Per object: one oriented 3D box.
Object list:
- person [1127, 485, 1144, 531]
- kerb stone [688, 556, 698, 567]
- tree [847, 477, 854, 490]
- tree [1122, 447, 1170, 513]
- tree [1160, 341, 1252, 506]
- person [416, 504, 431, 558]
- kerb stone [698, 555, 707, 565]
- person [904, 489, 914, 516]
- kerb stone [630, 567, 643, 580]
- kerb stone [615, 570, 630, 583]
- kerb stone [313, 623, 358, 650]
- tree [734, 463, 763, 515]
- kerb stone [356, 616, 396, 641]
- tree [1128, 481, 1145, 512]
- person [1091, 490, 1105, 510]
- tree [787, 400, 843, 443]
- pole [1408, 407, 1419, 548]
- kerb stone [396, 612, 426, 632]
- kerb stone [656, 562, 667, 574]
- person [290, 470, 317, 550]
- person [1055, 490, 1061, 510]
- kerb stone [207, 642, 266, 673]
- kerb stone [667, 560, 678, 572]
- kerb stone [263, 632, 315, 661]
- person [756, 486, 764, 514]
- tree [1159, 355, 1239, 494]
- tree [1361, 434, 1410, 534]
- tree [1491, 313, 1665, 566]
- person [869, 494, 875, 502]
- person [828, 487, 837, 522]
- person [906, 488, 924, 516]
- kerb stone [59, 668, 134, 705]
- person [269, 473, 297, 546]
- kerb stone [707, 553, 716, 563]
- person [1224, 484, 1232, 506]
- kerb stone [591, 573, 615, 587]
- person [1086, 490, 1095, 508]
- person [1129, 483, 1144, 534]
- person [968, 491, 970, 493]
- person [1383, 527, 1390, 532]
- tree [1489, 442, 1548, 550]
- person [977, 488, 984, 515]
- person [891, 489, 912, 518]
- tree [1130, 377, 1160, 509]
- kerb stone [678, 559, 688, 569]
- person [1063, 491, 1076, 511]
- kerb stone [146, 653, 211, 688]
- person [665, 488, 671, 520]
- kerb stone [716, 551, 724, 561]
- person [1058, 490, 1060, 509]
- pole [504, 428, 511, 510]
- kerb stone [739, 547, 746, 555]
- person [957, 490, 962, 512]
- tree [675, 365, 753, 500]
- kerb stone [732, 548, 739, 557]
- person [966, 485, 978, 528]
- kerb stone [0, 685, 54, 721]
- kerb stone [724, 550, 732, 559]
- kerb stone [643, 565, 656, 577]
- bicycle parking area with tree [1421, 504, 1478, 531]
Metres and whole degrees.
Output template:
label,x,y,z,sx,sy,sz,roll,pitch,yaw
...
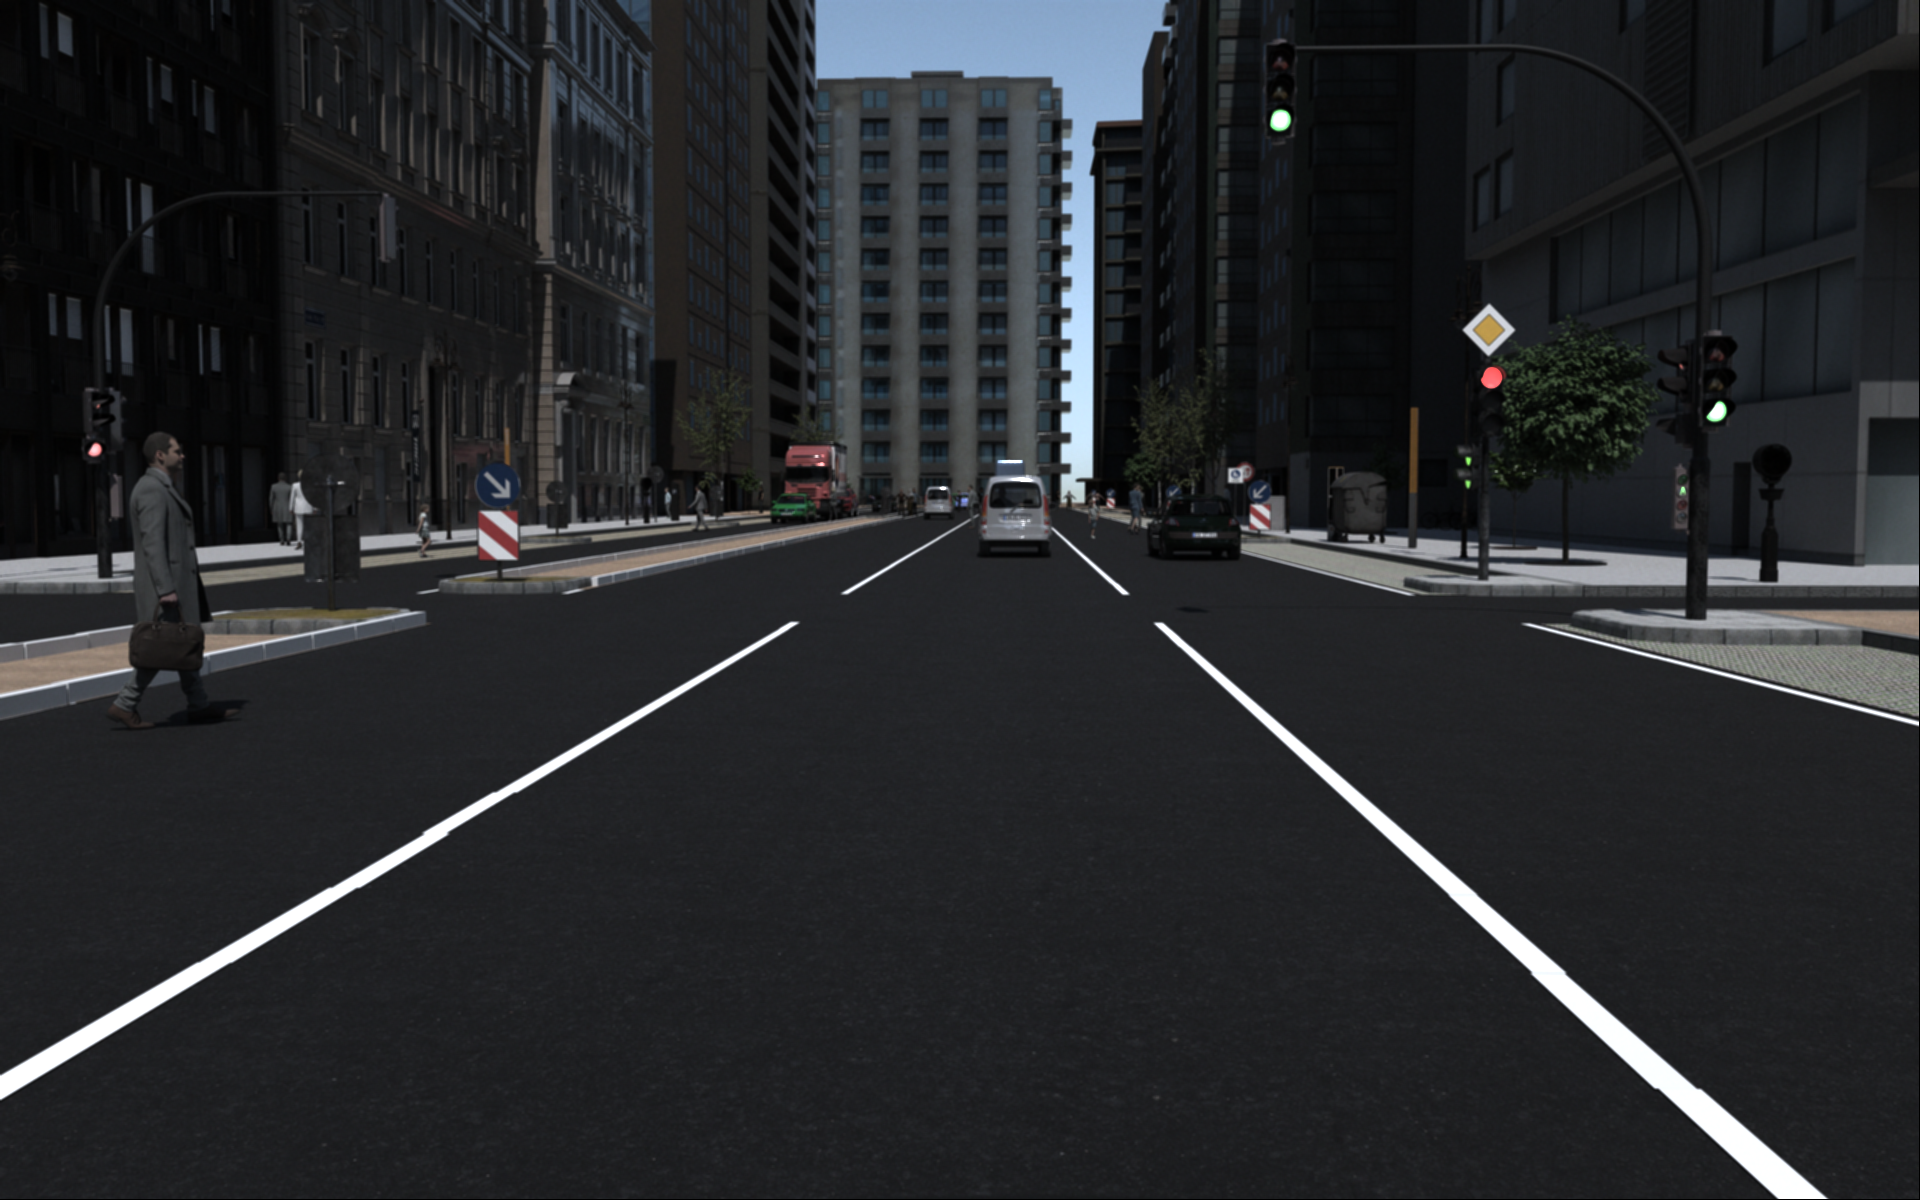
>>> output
label,x,y,z,sx,sy,sz,roll,pitch,yaw
person,6.717,-3.518,66.286,0.573,1.790,0.520,3,5,41
kerb stone,-5.402,-0.737,34.362,0.120,0.150,1.000,0,4,2
tree,-11.363,-10.662,168.928,1.663,3.219,1.824,0,3,0
tree,12.633,-8.258,118.727,4.285,4.588,4.351,0,3,0
tree,12.277,-8.161,83.798,4.737,8.622,4.395,0,3,0
person,-12.093,-1.551,38.876,0.382,1.210,0.505,-2,4,-34
kerb stone,-5.368,-0.803,35.389,0.120,0.150,1.000,0,4,2
person,-3.274,-6.226,111.025,0.721,1.736,1.217,-2,4,-33
kerb stone,-5.555,-0.428,29.242,0.120,0.150,1.000,0,4,2
kerb stone,-5.589,-0.368,28.220,0.120,0.150,1.000,0,4,2
kerb stone,-5.957,0.358,16.339,0.120,0.150,1.000,0,4,2
tree,-13.090,-6.964,108.457,1.663,3.219,1.824,0,3,0
kerb stone,-5.924,0.295,17.366,0.120,0.150,1.000,0,4,2
tree,13.102,-8.086,126.800,1.663,3.219,1.824,0,3,0
person,10.683,-7.661,134.463,1.217,1.736,0.721,2,4,25
tree,-11.424,-11.410,136.919,4.737,8.622,4.395,0,3,0
pole,10.709,-2.877,40.889,0.158,3.312,0.155,0,3,0
kerb stone,-5.897,0.233,18.388,0.120,0.150,1.000,0,4,2
kerb stone,-5.492,-0.556,31.288,0.120,0.150,1.000,0,4,2
person,-15.041,-2.071,39.775,0.818,1.842,0.514,3,4,38
person,8.941,-9.186,158.706,0.705,1.822,1.348,-1,4,-18
kerb stone,-6.025,0.483,14.296,0.120,0.150,1.000,0,4,2
kerb stone,-5.463,-0.617,32.310,0.120,0.150,1.000,0,4,2
kerb stone,-5.992,0.421,15.318,0.120,0.150,1.000,0,4,2
person,-13.188,-6.628,114.425,0.705,1.822,1.348,-1,4,-20
tree,12.651,-8.681,92.298,4.360,8.622,3.978,0,3,0
tree,13.573,-3.744,55.808,1.663,3.219,1.824,0,3,0
tree,11.140,-2.925,31.533,4.285,4.588,4.351,0,3,0
person,-7.158,-7.958,141.851,0.697,1.427,0.421,-2,4,-33
person,-6.377,-4.769,86.662,0.526,1.800,0.537,-2,4,-23
person,-3.021,-6.489,114.580,1.348,1.826,0.705,-2,4,-35
kerb stone,-6.091,0.609,12.249,0.120,0.150,1.000,0,4,2
person,-16.835,-2.265,43.182,0.694,1.812,0.767,-1,4,-13
kerb stone,-5.333,-0.869,36.414,0.120,0.150,1.000,0,4,2
person,13.584,-5.025,88.431,0.641,1.798,0.478,0,4,2
kerb stone,-5.628,-0.305,27.198,0.120,0.150,1.000,0,4,2
person,10.514,-7.903,138.439,1.217,1.735,0.721,-3,4,-38
person,6.199,-3.243,61.540,0.654,1.822,0.581,-3,5,-39
person,0.749,-9.769,168.669,0.683,1.767,0.568,-3,5,-42
person,14.164,-3.034,58.251,0.523,1.515,0.503,3,5,45
tree,12.892,-2.802,40.418,1.663,3.219,1.824,0,3,0
person,1.474,-6.711,117.849,1.348,1.869,0.705,-1,4,-9
person,-3.495,-5.779,103.502,1.217,1.766,0.721,0,4,-7
tree,12.562,-9.658,108.274,4.737,8.622,4.395,0,3,0
kerb stone,-5.432,-0.678,33.335,0.120,0.150,1.000,0,4,2
person,9.472,-8.598,149.808,1.217,1.736,0.721,-1,4,-15
kerb stone,-6.051,0.550,13.275,0.120,0.150,1.000,0,4,2
person,-14.724,-4.852,87.182,0.330,1.601,0.589,-1,4,-20
kerb stone,-5.304,-0.933,37.443,0.120,0.150,1.000,0,4,2
person,9.605,-9.913,170.589,0.705,1.822,1.348,0,4,7
pole,-13.974,-3.651,53.537,0.158,3.312,0.155,0,3,0
kerb stone,-5.211,-1.120,40.519,0.120,0.150,1.000,0,4,2
person,0.026,-7.859,137.795,0.445,1.727,0.742,-2,4,-25
tree,-13.741,-9.046,98.262,4.737,8.622,4.395,0,3,0
kerb stone,-5.246,-1.056,39.498,0.120,0.150,1.000,0,4,2
person,0.498,-3.906,72.454,0.391,1.810,0.635,1,4,22
kerb stone,-6.121,0.676,11.227,0.120,0.150,1.000,0,4,2
kerb stone,-5.266,-0.995,38.465,0.120,0.150,1.000,0,4,2
kerb stone,-5.519,-0.492,30.263,0.120,0.150,1.000,0,4,2
bicycle parking area with tree,20.988,-4.461,59.938,9.016,4.147,8.231,0,4,6
